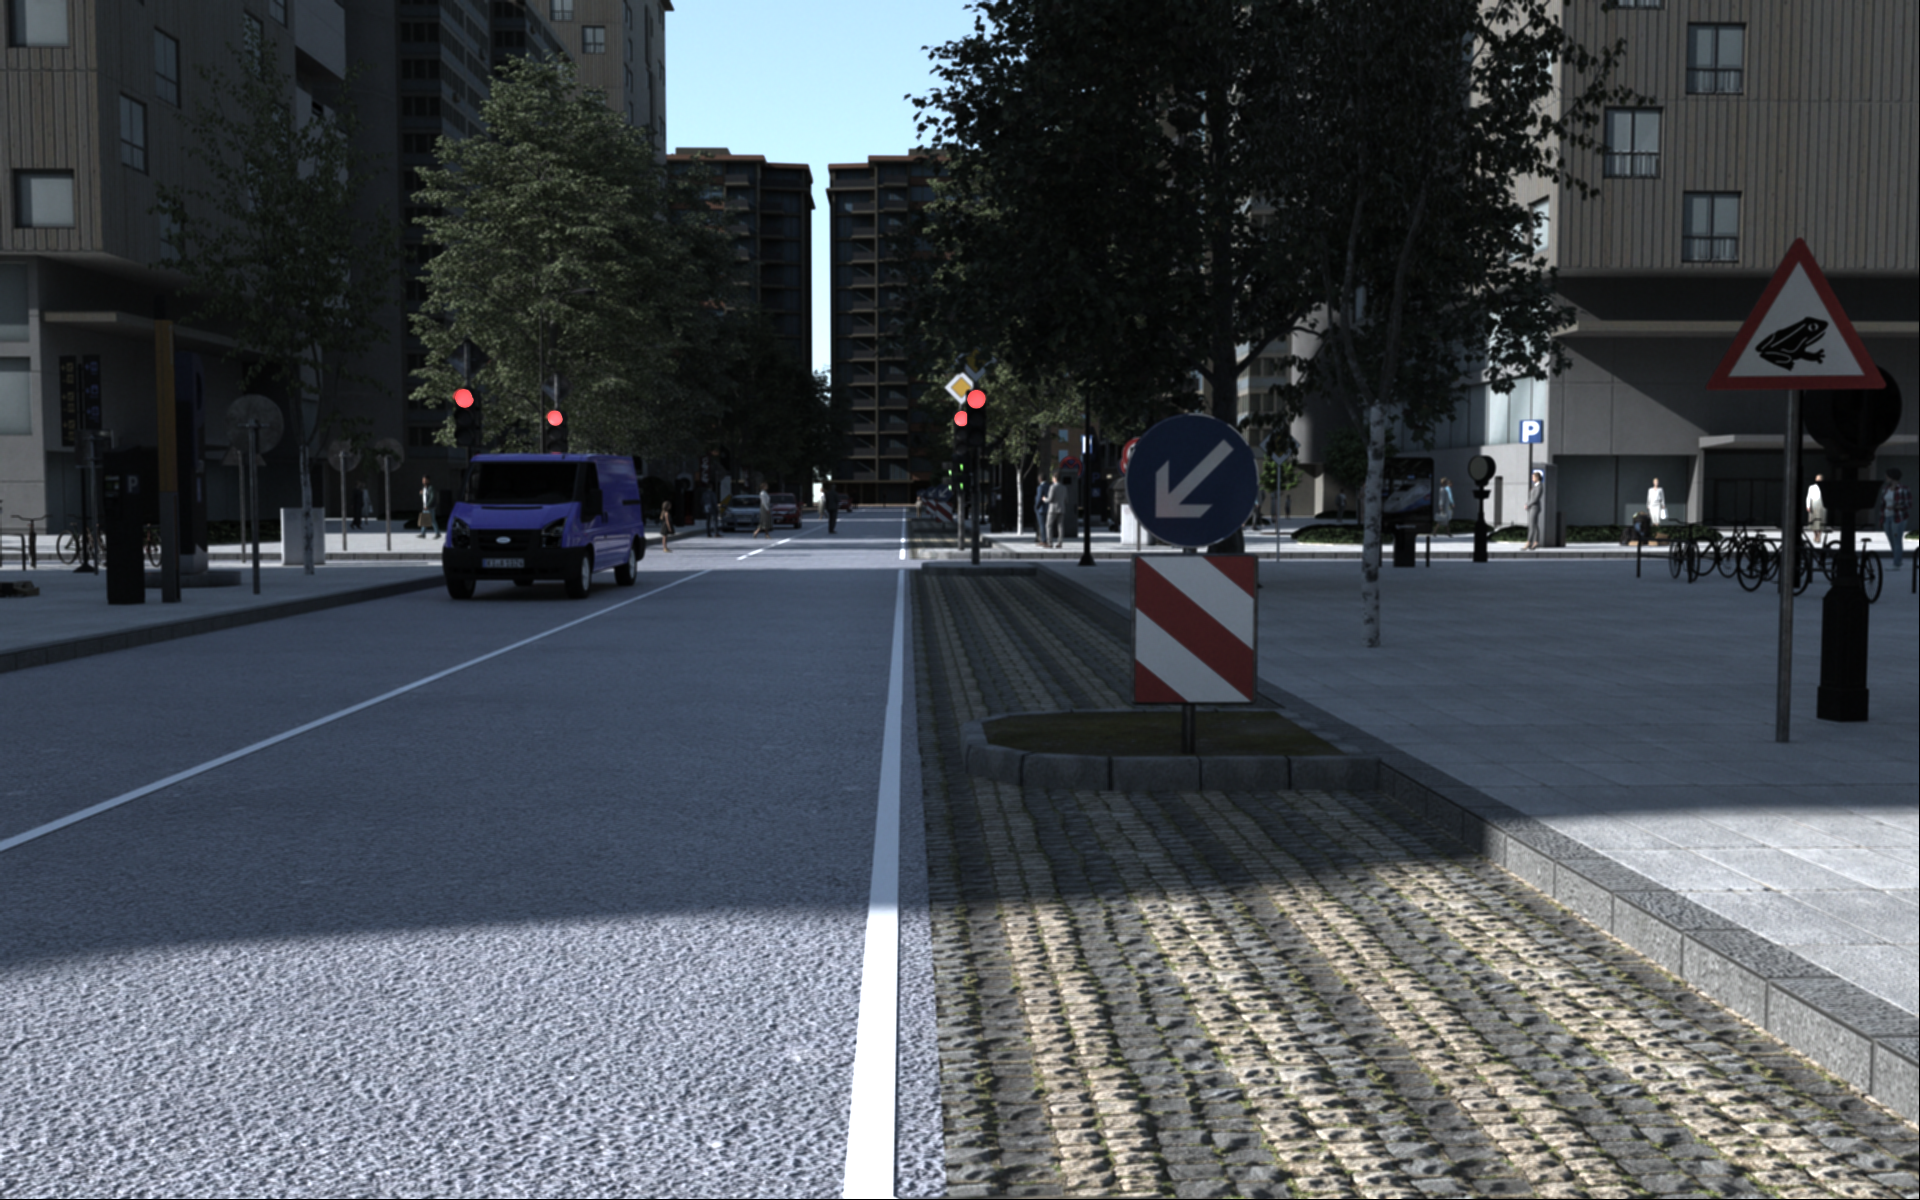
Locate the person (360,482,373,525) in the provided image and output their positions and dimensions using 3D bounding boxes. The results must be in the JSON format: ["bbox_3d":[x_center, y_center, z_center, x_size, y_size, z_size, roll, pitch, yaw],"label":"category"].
[{"bbox_3d":[-25.078,-4.064,72.842,0.694,1.780,0.624,-1,4,-20],"label":"person"}]

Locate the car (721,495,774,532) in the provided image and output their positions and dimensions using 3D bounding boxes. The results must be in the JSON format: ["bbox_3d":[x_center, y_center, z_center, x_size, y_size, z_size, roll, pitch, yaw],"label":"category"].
[{"bbox_3d":[-8.120,-3.331,66.467,2.014,1.417,4.499,0,4,-3],"label":"car"}]

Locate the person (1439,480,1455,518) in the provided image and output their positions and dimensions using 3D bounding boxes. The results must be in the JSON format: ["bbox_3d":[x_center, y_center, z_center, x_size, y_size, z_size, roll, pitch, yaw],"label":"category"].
[{"bbox_3d":[17.372,-3.391,61.825,0.444,1.785,0.601,-1,4,-13],"label":"person"}]

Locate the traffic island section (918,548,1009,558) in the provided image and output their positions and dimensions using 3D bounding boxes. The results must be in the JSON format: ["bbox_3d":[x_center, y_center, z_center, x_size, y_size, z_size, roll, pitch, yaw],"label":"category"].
[{"bbox_3d":[0.053,-1.052,39.482,2.009,0.180,2.903,0,4,-2],"label":"traffic island section"}]

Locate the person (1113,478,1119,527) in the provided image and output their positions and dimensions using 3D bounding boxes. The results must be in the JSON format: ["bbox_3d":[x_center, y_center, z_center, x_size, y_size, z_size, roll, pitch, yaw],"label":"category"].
[{"bbox_3d":[5.692,-3.382,61.256,0.836,1.842,0.656,1,4,12],"label":"person"}]

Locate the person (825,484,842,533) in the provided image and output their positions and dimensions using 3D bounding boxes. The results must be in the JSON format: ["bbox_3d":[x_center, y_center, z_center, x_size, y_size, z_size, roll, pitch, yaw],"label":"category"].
[{"bbox_3d":[-4.624,-3.364,63.676,0.661,1.801,0.590,2,4,31],"label":"person"}]

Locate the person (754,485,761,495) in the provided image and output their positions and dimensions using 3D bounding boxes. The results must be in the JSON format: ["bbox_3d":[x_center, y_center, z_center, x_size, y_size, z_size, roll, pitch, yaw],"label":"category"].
[{"bbox_3d":[-11.712,-5.747,99.991,0.713,1.824,0.794,0,4,4],"label":"person"}]

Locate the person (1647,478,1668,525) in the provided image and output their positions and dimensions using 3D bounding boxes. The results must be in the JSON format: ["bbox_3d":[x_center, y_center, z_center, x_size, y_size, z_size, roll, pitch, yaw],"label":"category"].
[{"bbox_3d":[22.118,-2.969,54.946,0.624,1.780,0.694,-3,5,-42],"label":"person"}]

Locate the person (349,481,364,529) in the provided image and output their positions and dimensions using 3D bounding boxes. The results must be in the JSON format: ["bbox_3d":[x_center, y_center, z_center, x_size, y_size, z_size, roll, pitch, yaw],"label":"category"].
[{"bbox_3d":[-21.916,-3.450,62.874,0.534,1.772,0.576,-1,4,-16],"label":"person"}]

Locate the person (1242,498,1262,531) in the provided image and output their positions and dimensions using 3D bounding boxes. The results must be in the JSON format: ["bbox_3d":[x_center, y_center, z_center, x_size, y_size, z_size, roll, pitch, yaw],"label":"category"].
[{"bbox_3d":[10.087,-3.311,60.035,0.748,1.841,0.638,1,4,9],"label":"person"}]

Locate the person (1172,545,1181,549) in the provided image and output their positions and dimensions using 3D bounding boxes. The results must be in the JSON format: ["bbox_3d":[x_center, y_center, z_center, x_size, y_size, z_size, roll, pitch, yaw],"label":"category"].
[{"bbox_3d":[5.089,-2.096,40.664,0.601,1.785,0.444,2,4,33],"label":"person"}]

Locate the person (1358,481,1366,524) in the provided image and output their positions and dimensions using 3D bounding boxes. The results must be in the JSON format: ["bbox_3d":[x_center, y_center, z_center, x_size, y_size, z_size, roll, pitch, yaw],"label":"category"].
[{"bbox_3d":[15.360,-3.619,65.548,0.374,1.781,0.599,-2,4,-24],"label":"person"}]

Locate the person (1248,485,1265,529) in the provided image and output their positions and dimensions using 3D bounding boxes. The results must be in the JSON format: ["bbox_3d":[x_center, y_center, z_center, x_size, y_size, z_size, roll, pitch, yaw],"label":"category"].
[{"bbox_3d":[10.765,-3.472,62.989,0.728,1.800,0.709,3,4,36],"label":"person"}]

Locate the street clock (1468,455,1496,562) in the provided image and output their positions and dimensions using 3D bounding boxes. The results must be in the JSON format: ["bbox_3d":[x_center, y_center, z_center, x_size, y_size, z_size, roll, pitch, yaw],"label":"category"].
[{"bbox_3d":[9.802,-1.712,32.570,0.358,2.002,0.471,-2,4,-33],"label":"street clock"}]

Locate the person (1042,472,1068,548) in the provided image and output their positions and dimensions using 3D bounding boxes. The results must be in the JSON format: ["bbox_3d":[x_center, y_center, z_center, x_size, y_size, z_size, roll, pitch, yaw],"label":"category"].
[{"bbox_3d":[2.234,-2.137,41.184,0.583,1.804,0.606,3,5,45],"label":"person"}]

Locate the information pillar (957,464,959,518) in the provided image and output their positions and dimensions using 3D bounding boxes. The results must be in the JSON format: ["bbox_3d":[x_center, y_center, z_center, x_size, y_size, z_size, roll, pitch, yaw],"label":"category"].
[{"bbox_3d":[0.076,-6.194,92.633,0.504,3.616,0.183,-1,4,-9],"label":"information pillar"}]

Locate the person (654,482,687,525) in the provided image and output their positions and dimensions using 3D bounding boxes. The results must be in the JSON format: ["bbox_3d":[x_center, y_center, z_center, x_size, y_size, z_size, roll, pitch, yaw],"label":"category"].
[{"bbox_3d":[-11.909,-4.010,71.830,1.509,1.804,0.699,-1,4,-9],"label":"person"}]

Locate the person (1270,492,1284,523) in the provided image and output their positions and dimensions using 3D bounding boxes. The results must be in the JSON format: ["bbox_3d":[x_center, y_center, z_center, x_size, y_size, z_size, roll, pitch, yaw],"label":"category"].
[{"bbox_3d":[14.041,-4.294,76.824,0.524,1.755,0.480,-2,4,-31],"label":"person"}]

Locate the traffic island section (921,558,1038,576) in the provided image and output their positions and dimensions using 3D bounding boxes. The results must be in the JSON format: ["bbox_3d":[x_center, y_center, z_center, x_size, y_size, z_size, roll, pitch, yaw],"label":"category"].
[{"bbox_3d":[0.306,-0.564,31.501,2.009,0.180,2.903,0,4,-2],"label":"traffic island section"}]

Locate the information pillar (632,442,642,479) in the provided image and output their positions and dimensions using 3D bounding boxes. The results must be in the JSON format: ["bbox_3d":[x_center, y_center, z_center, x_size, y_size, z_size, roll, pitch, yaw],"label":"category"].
[{"bbox_3d":[-13.967,-5.121,75.088,0.504,3.616,0.183,2,4,28],"label":"information pillar"}]

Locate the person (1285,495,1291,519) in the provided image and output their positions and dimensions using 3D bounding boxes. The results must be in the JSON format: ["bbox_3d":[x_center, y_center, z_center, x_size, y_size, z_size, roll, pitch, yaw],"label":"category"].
[{"bbox_3d":[16.736,-4.741,88.247,0.332,1.250,0.352,0,4,2],"label":"person"}]

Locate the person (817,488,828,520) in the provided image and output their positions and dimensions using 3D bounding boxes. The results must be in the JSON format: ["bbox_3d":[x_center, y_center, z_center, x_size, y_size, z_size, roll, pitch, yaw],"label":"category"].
[{"bbox_3d":[-7.700,-5.415,97.259,0.641,1.798,0.478,-1,4,-20],"label":"person"}]

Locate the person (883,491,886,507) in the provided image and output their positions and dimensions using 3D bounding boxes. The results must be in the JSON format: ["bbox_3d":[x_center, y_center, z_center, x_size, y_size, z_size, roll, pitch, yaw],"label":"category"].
[{"bbox_3d":[-8.027,-10.828,186.054,0.721,1.766,1.217,0,4,-7],"label":"person"}]

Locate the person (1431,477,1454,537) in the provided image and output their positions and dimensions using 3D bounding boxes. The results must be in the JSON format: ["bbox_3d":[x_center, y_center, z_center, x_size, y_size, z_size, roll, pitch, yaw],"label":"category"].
[{"bbox_3d":[14.385,-2.765,51.610,0.624,1.780,0.694,2,4,28],"label":"person"}]

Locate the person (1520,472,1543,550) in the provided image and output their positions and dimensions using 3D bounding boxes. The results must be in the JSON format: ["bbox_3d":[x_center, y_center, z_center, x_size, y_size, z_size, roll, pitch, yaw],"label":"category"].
[{"bbox_3d":[13.044,-2.035,39.592,0.573,1.790,0.520,0,4,-1],"label":"person"}]

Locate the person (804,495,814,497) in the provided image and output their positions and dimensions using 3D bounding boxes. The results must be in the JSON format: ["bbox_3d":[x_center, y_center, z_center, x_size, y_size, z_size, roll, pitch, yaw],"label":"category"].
[{"bbox_3d":[-16.496,-11.250,189.917,1.348,1.831,0.705,-3,5,-41],"label":"person"}]

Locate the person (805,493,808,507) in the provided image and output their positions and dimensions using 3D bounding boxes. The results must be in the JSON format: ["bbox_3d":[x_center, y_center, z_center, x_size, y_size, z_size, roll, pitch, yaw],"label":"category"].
[{"bbox_3d":[-15.574,-10.385,177.311,0.593,1.643,0.415,0,4,-5],"label":"person"}]

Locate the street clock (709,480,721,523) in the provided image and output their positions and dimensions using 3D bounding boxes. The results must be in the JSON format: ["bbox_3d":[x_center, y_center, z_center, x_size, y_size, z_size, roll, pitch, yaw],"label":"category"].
[{"bbox_3d":[-10.780,-4.384,76.240,0.358,2.002,0.471,3,5,41],"label":"street clock"}]

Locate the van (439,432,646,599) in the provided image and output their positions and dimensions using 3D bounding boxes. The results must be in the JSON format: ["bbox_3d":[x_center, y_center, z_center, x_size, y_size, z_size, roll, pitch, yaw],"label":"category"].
[{"bbox_3d":[-6.043,-1.290,25.468,2.240,2.365,5.245,0,3,0],"label":"van"}]

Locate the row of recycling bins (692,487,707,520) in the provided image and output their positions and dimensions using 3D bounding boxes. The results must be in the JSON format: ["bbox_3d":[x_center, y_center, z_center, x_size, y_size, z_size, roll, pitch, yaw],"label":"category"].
[{"bbox_3d":[-14.092,-4.917,87.504,3.534,1.692,1.069,2,4,28],"label":"row of recycling bins"}]

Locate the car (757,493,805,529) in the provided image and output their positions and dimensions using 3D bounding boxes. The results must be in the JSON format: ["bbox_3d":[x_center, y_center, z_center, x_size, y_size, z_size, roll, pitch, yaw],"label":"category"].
[{"bbox_3d":[-7.566,-3.880,72.475,2.155,1.783,4.494,0,4,-3],"label":"car"}]

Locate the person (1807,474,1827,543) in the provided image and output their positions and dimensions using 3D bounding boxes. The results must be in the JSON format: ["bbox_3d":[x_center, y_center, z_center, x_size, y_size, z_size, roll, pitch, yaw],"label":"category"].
[{"bbox_3d":[22.582,-2.406,45.610,0.478,1.798,0.641,2,4,33],"label":"person"}]

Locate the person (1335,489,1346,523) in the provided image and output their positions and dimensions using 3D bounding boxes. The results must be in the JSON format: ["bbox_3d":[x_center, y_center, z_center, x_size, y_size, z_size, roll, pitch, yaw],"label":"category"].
[{"bbox_3d":[16.841,-4.161,76.664,0.503,1.515,0.523,1,4,10],"label":"person"}]

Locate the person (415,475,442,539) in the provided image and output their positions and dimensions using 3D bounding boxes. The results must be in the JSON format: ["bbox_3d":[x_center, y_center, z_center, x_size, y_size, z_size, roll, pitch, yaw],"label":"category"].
[{"bbox_3d":[-15.035,-2.627,48.976,0.713,1.824,0.794,-1,4,-22],"label":"person"}]

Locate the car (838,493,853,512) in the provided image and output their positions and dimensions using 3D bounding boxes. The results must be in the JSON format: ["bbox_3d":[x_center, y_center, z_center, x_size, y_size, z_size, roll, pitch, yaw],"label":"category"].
[{"bbox_3d":[-9.503,-7.817,136.843,2.155,1.783,4.494,0,3,0],"label":"car"}]

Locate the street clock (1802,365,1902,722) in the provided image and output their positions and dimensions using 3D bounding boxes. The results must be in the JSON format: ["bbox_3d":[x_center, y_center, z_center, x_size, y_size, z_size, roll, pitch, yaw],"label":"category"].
[{"bbox_3d":[5.014,-0.319,9.782,0.471,2.002,0.358,-1,4,-13],"label":"street clock"}]

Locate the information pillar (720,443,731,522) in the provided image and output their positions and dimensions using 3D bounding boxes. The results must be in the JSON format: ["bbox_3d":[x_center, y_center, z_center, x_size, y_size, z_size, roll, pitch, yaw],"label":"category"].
[{"bbox_3d":[-10.679,-5.346,78.760,0.504,3.616,0.183,0,4,2],"label":"information pillar"}]

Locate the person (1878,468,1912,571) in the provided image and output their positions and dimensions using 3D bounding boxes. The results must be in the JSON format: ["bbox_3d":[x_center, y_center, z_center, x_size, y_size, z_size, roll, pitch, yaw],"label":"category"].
[{"bbox_3d":[15.736,-1.359,29.102,0.643,1.720,0.563,-1,4,-15],"label":"person"}]

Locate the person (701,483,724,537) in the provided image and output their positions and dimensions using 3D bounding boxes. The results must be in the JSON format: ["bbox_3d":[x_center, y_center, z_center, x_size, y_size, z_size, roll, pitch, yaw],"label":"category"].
[{"bbox_3d":[-8.253,-2.982,57.443,0.721,1.800,0.419,2,4,24],"label":"person"}]

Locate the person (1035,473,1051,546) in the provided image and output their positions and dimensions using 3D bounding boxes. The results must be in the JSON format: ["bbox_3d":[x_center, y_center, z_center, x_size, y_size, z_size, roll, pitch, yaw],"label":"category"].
[{"bbox_3d":[2.091,-2.245,42.938,0.419,1.800,0.721,2,4,32],"label":"person"}]

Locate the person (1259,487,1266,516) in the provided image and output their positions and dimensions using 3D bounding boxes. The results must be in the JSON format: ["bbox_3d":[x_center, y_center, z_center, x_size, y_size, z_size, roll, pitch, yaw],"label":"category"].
[{"bbox_3d":[12.991,-4.234,75.111,0.661,1.843,0.795,-2,4,-30],"label":"person"}]

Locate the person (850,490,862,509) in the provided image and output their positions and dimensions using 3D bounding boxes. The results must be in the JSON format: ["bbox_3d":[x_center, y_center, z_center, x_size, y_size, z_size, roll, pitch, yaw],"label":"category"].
[{"bbox_3d":[-9.834,-9.417,162.607,1.348,1.807,0.705,1,4,11],"label":"person"}]

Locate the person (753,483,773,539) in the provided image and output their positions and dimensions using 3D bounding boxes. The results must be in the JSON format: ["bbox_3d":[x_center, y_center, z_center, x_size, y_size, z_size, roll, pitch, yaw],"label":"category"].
[{"bbox_3d":[-6.260,-2.826,54.924,0.641,1.798,0.478,1,4,11],"label":"person"}]

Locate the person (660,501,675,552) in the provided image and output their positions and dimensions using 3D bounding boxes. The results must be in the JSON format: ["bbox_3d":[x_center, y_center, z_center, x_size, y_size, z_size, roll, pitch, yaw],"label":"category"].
[{"bbox_3d":[-7.212,-1.809,42.740,0.373,1.253,0.362,-1,4,-12],"label":"person"}]

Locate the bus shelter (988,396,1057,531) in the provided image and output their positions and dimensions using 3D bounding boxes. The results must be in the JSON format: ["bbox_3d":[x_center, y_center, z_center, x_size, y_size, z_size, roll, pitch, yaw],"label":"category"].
[{"bbox_3d":[2.159,-5.272,63.825,2.179,5.291,8.768,0,4,-2],"label":"bus shelter"}]

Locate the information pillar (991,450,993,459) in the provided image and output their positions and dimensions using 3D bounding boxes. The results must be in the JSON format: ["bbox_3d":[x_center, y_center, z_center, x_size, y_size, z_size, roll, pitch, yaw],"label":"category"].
[{"bbox_3d":[1.843,-6.118,91.382,0.504,3.616,0.183,-1,4,-10],"label":"information pillar"}]

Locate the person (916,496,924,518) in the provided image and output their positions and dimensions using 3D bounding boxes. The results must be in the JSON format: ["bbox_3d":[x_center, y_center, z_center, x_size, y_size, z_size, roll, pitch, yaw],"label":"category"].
[{"bbox_3d":[-2.298,-5.243,98.499,0.475,1.303,0.640,0,4,3],"label":"person"}]
